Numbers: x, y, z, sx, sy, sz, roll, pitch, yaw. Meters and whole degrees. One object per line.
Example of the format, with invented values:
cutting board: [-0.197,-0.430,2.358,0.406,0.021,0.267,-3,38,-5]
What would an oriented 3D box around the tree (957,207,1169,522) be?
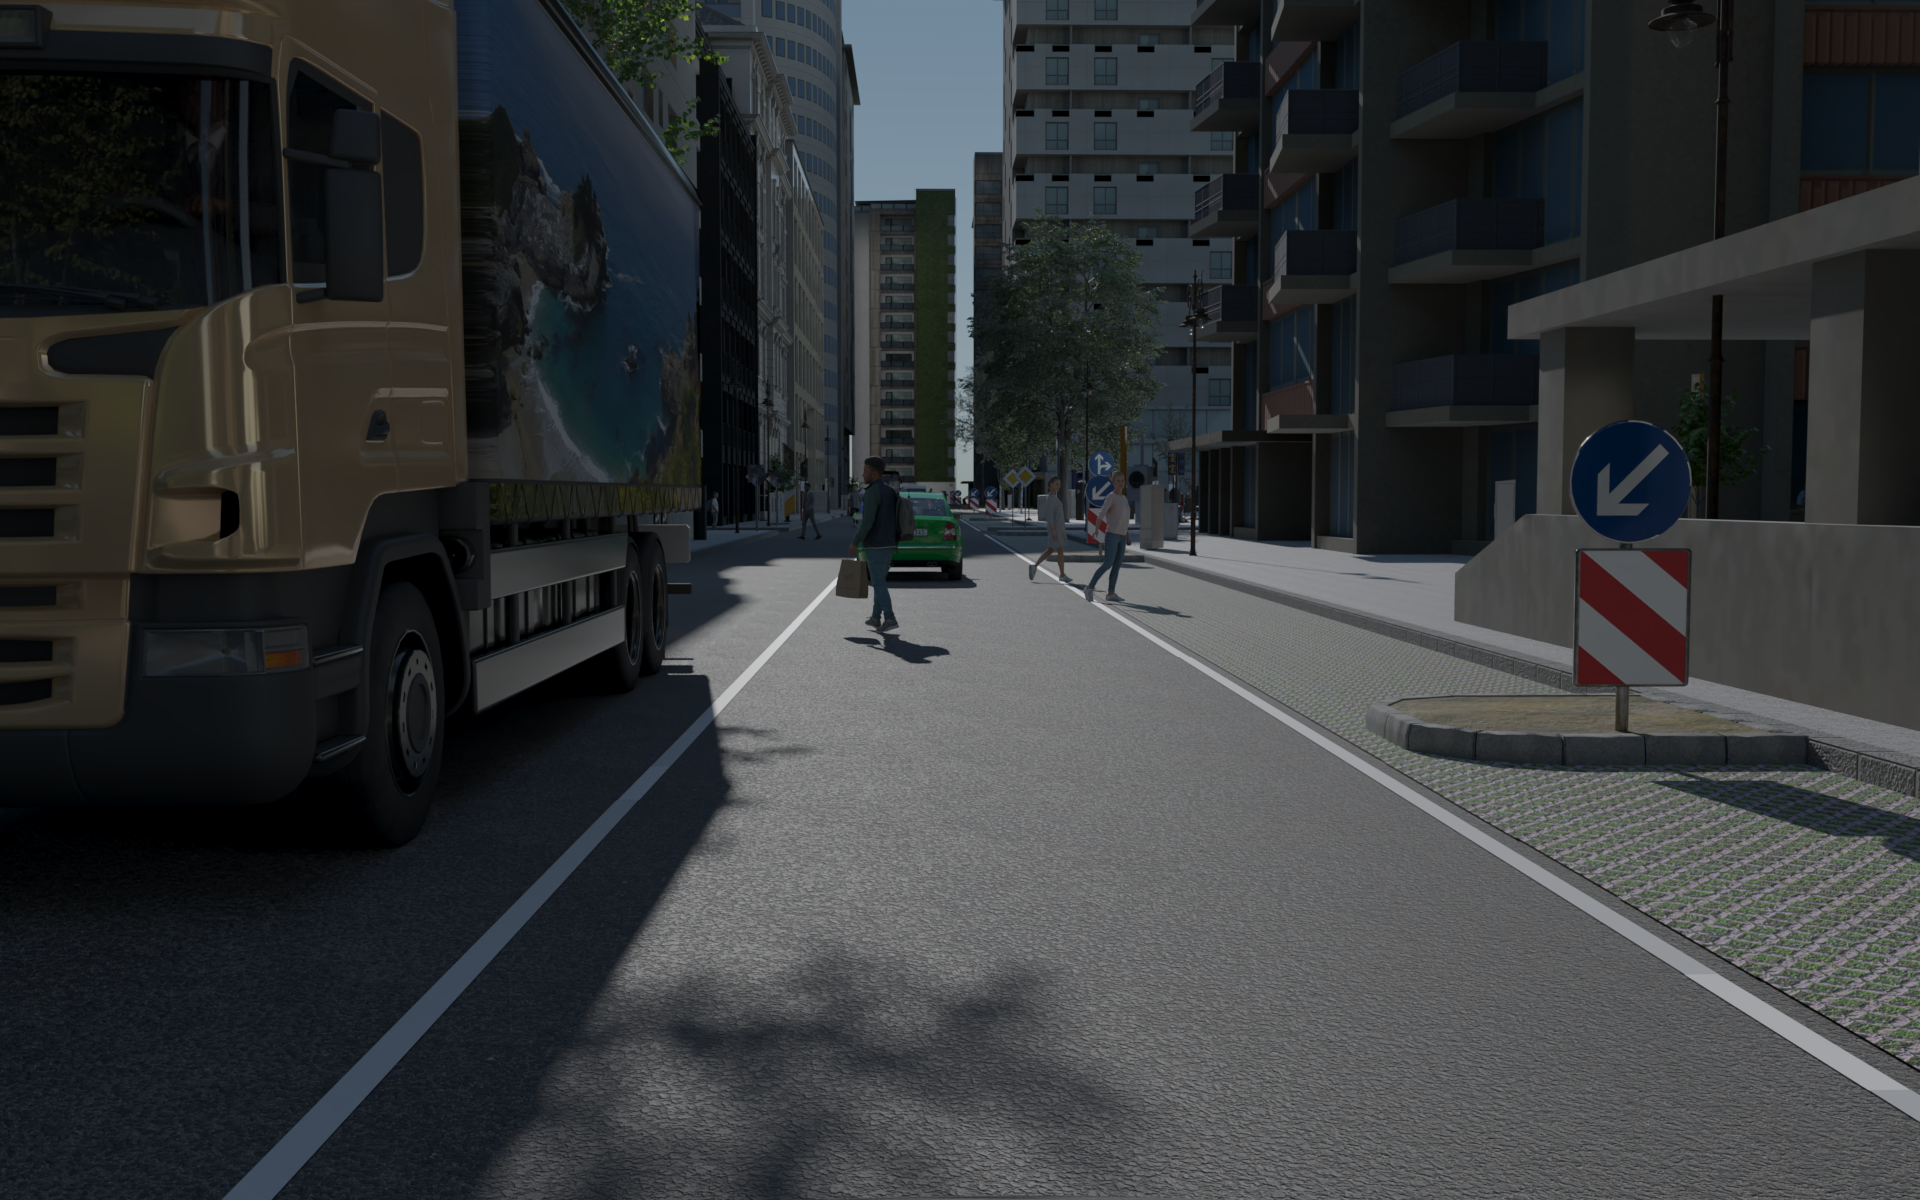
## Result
tree: [4.767,-10.492,78.196,9.857,13.997,8.962,0,3,0]

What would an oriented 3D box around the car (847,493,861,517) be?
car: [-6.153,-6.266,111.481,2.155,1.783,4.494,0,4,-1]

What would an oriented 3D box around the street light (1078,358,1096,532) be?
street light: [4.331,-5.276,59.057,0.468,5.910,1.993,0,4,-1]

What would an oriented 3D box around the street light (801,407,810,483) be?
street light: [-8.198,-7.289,91.958,0.468,5.910,1.993,0,4,-1]

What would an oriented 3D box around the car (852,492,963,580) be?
car: [-0.909,-1.311,30.230,1.959,1.807,4.718,0,4,-3]

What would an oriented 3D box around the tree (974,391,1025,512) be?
tree: [3.105,-10.577,123.289,4.737,8.622,4.395,0,3,0]

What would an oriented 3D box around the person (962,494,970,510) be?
person: [0.589,-8.761,154.929,0.799,1.438,0.628,0,4,1]

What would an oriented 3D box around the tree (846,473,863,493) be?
tree: [-10.091,-10.318,163.300,1.663,3.219,1.824,0,3,0]

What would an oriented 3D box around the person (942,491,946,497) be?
person: [-1.621,-9.425,163.046,0.568,1.767,0.683,-1,4,-19]

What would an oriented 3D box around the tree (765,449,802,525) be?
tree: [-7.742,-4.802,73.113,1.663,3.219,1.824,0,3,0]

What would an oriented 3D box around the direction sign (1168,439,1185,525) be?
direction sign: [8.949,-4.875,71.702,0.876,3.537,0.379,-2,4,-33]

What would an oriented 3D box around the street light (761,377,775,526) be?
street light: [-7.616,-5.870,68.765,0.468,5.910,1.993,0,4,-1]

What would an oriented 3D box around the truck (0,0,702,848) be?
truck: [-3.472,-1.313,10.385,2.839,4.237,11.283,0,4,-1]

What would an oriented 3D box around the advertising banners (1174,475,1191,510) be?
advertising banners: [17.819,-8.745,139.164,2.074,3.025,0.090,-3,4,-38]

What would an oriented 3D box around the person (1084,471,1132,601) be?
person: [1.923,-0.850,23.065,0.598,1.740,0.731,2,4,25]

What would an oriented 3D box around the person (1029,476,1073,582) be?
person: [1.503,-1.164,28.274,0.760,1.731,0.466,-2,4,-26]

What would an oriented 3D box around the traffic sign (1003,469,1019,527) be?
traffic sign: [2.068,-3.930,67.897,0.795,2.450,0.064,0,4,-1]

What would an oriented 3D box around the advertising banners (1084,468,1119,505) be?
advertising banners: [8.074,-6.277,98.811,2.074,3.025,0.090,1,4,8]

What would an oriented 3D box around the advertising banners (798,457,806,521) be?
advertising banners: [-7.631,-5.354,83.729,0.090,3.025,2.074,0,4,5]

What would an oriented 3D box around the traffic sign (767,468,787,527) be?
traffic sign: [-7.174,-3.918,67.700,0.795,2.450,0.064,0,4,-1]

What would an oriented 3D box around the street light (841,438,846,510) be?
street light: [-9.266,-10.128,138.382,0.468,5.910,1.993,0,4,-1]

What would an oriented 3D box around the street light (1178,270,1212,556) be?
street light: [4.846,-3.858,35.863,0.468,5.910,1.993,0,4,-1]

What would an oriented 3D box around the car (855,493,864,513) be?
car: [-5.239,-5.545,100.254,1.945,1.707,3.694,0,4,-3]

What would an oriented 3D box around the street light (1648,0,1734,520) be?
street light: [5.425,-2.422,12.383,0.468,5.910,1.993,0,4,-1]

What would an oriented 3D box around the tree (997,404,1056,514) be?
tree: [4.011,-9.849,111.392,4.360,8.622,3.978,0,3,0]

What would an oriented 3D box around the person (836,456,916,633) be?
person: [-0.885,-0.577,17.920,0.794,1.824,0.713,-3,5,-44]

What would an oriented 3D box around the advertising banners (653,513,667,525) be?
advertising banners: [-6.895,-2.692,40.208,0.090,3.025,2.074,0,4,3]

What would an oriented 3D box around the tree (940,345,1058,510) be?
tree: [3.344,-13.895,137.556,12.009,13.543,11.850,0,3,0]

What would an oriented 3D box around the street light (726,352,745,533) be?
street light: [-7.310,-5.129,56.641,0.468,5.910,1.993,0,4,-1]

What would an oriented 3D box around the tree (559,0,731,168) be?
tree: [-6.581,-5.813,20.806,9.928,11.665,9.643,0,3,0]

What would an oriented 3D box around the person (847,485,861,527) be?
person: [-4.593,-4.037,74.694,0.709,1.800,0.728,-1,4,-8]

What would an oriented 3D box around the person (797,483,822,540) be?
person: [-4.739,-2.798,54.526,0.850,1.792,0.678,-3,4,-38]

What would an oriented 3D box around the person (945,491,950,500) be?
person: [-1.778,-12.698,216.092,1.348,1.826,0.705,1,4,19]

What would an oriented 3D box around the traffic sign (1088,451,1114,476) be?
traffic sign: [4.162,-3.117,51.077,0.768,2.556,0.104,0,4,3]

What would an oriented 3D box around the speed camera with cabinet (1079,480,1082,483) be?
speed camera with cabinet: [7.756,-7.467,116.422,2.038,3.252,0.660,-1,4,-21]

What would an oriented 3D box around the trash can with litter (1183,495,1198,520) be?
trash can with litter: [11.827,-4.610,86.439,2.233,1.210,1.678,1,4,21]

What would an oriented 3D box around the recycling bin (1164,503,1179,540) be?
recycling bin: [5.797,-2.227,48.963,0.722,1.027,0.722,1,4,10]

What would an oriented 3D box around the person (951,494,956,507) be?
person: [-0.572,-10.879,189.589,0.991,1.433,0.599,1,4,21]

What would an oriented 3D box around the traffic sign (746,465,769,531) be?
traffic sign: [-6.986,-3.430,59.717,0.795,2.450,0.064,0,4,-1]

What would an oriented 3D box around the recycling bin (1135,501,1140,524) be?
recycling bin: [7.866,-3.726,73.476,0.722,1.027,0.722,-1,4,-13]

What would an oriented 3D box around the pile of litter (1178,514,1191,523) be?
pile of litter: [9.447,-3.878,77.363,1.719,0.858,1.176,2,4,35]

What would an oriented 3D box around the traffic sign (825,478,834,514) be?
traffic sign: [-8.220,-6.553,109.276,0.606,2.300,0.079,0,4,3]

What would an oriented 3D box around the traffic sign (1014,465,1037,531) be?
traffic sign: [2.257,-3.442,59.914,0.795,2.450,0.064,0,4,-1]

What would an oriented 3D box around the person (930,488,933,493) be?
person: [-1.957,-6.648,117.224,0.581,1.822,0.654,0,4,7]

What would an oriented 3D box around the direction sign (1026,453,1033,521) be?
direction sign: [3.337,-5.616,83.822,0.379,3.537,0.876,1,4,18]

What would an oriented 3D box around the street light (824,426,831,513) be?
street light: [-8.781,-8.709,115.186,0.468,5.910,1.993,0,4,-1]

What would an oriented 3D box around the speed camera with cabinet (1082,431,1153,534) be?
speed camera with cabinet: [5.006,-3.677,54.462,2.038,3.252,0.660,2,4,26]

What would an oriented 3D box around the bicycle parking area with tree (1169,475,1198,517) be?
bicycle parking area with tree: [14.246,-6.647,95.680,8.231,4.147,9.016,0,4,2]

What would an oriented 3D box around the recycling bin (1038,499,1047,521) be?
recycling bin: [4.113,-4.285,82.614,0.722,1.027,0.722,1,4,11]

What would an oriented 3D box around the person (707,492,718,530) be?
person: [-8.811,-3.127,62.221,0.523,1.515,0.503,-3,4,-38]

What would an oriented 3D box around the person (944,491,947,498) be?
person: [-1.944,-12.268,209.086,0.705,1.823,1.348,2,4,33]

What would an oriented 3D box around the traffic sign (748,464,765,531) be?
traffic sign: [-7.037,-3.531,59.865,0.606,2.300,0.079,0,4,7]
